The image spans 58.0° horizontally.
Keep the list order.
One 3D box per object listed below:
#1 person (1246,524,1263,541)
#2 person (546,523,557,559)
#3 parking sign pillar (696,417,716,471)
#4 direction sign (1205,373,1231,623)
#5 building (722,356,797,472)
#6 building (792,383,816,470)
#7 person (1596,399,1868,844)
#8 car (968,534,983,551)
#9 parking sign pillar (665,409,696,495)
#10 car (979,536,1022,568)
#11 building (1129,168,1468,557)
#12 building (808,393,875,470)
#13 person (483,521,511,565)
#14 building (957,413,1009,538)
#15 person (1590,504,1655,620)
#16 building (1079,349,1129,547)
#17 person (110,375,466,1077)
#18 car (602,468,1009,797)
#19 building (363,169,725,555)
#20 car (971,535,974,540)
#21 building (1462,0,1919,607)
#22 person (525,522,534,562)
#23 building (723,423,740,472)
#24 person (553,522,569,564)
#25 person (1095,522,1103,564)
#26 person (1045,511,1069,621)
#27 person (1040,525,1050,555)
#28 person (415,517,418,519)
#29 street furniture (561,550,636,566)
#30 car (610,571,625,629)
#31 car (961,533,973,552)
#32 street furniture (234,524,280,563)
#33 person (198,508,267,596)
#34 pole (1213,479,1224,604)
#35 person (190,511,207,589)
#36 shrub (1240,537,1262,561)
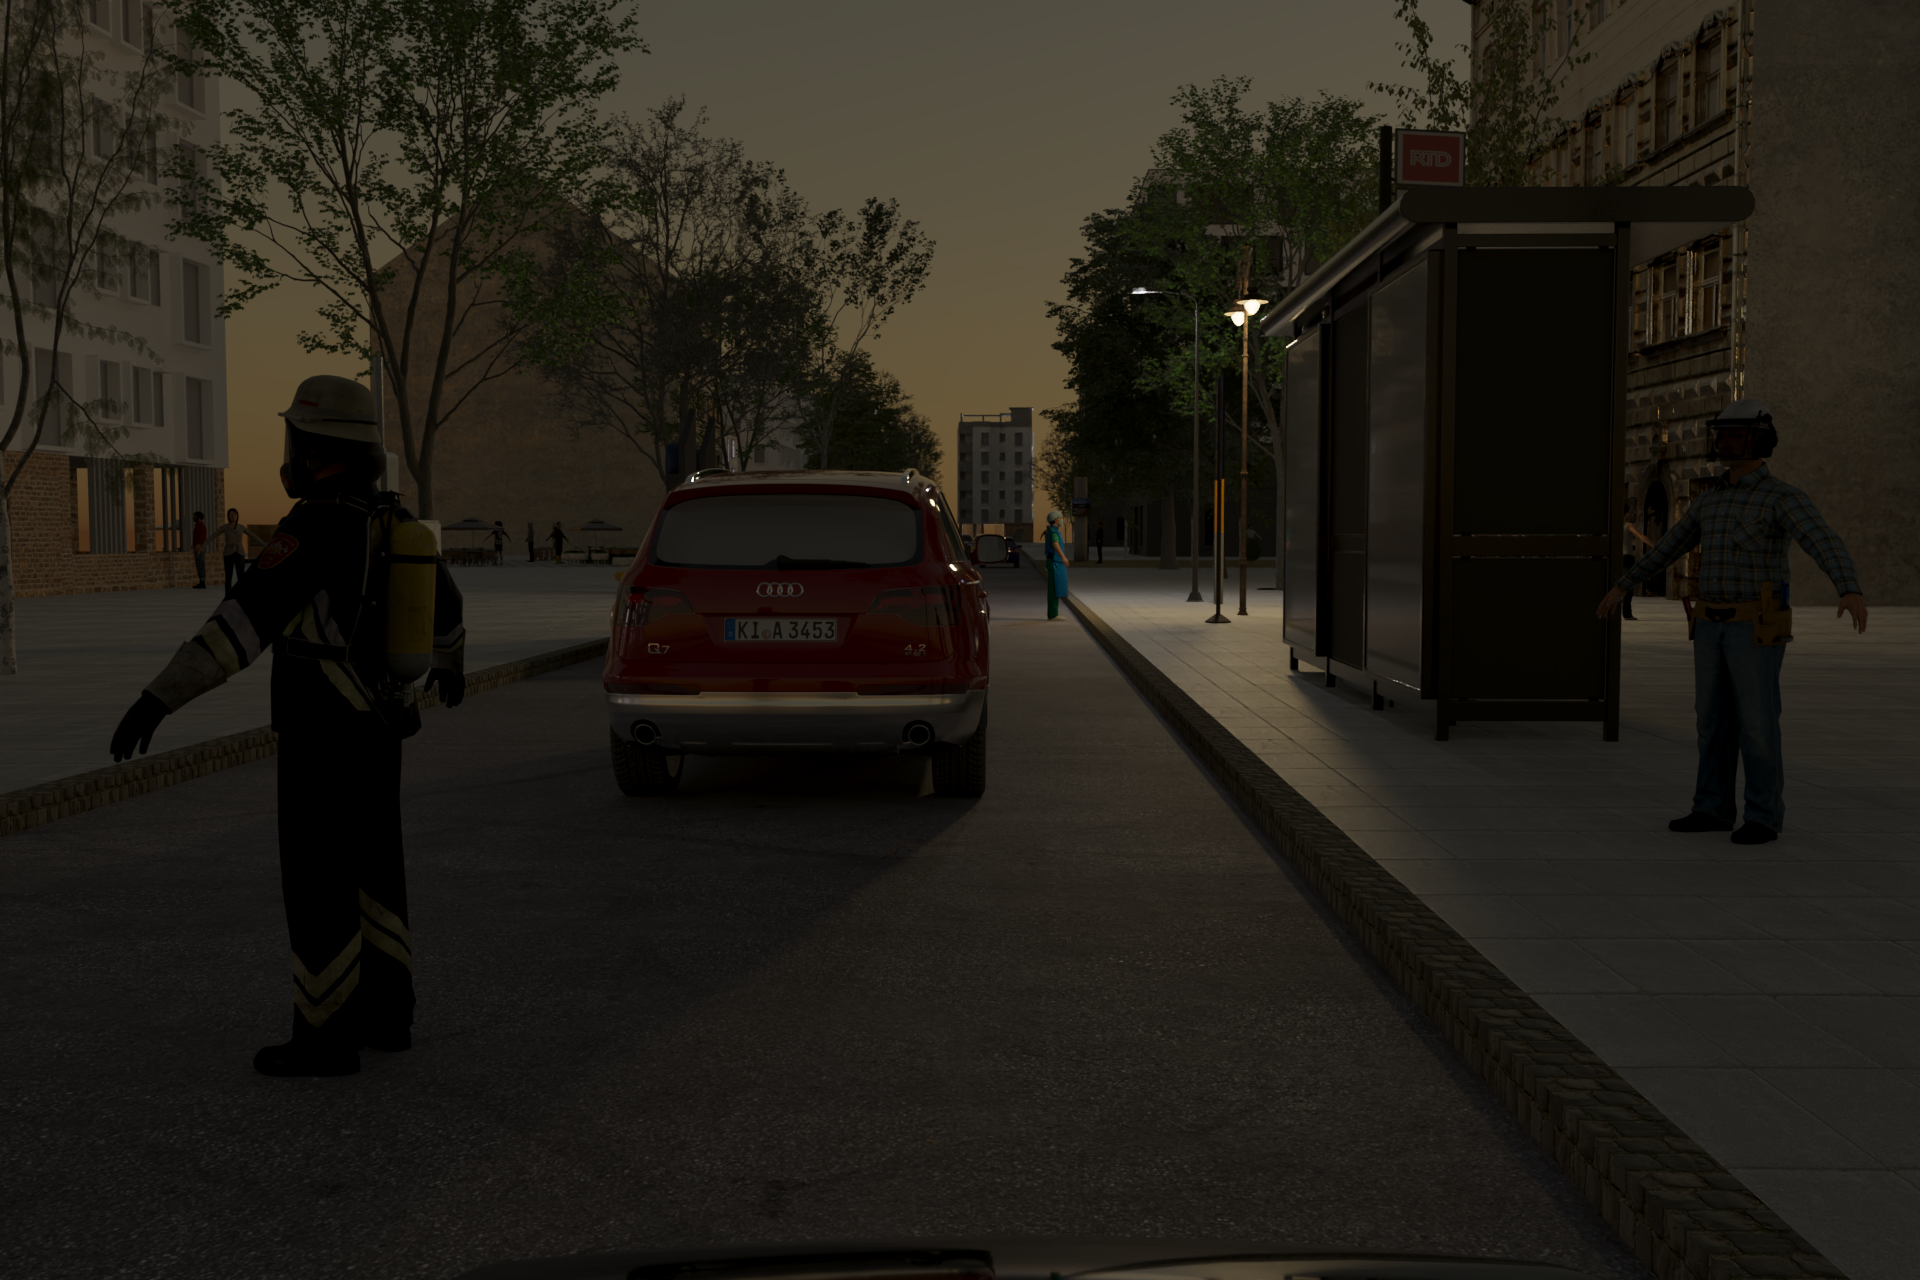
[{"bbox_3d":[15.434,-5.249,92.001,1.347,1.806,0.705,-1,4,-17],"label":"person"},{"bbox_3d":[-20.828,-5.100,89.145,0.705,1.858,1.354,2,4,23],"label":"person"},{"bbox_3d":[-5.851,-3.108,39.284,1.447,3.967,1.447,0,4,2],"label":"parking sign pillar"},{"bbox_3d":[3.730,-2.014,24.921,0.379,3.537,0.876,0,4,1],"label":"direction sign"},{"bbox_3d":[-23.765,-19.990,183.248,16.016,20.090,11.380,0,4,2],"label":"building"},{"bbox_3d":[-23.237,-21.223,203.412,16.016,20.090,11.380,0,4,1],"label":"building"},{"bbox_3d":[3.274,-0.091,7.321,0.704,1.849,1.345,-2,4,-25],"label":"person"},{"bbox_3d":[1.472,-5.443,99.216,2.015,1.641,3.980,0,4,1],"label":"car"},{"bbox_3d":[-5.890,-2.947,36.652,1.447,3.967,1.447,0,4,1],"label":"parking sign pillar"},{"bbox_3d":[1.701,-3.773,74.274,1.945,1.354,3.894,0,4,2],"label":"car"},{"bbox_3d":[24.883,-16.466,113.189,27.936,21.610,32.646,0,4,1],"label":"building"},{"bbox_3d":[-19.755,-22.425,233.106,16.747,18.905,31.486,0,4,1],"label":"building"},{"bbox_3d":[-19.182,-4.022,71.909,0.704,1.843,1.345,3,5,42],"label":"person"},{"bbox_3d":[0.063,-24.609,261.231,11.380,20.090,16.016,0,4,-7],"label":"building"},{"bbox_3d":[9.937,-1.165,25.854,0.721,1.737,1.217,-3,4,-36],"label":"person"},{"bbox_3d":[26.961,-21.292,192.097,27.936,21.610,32.646,0,4,1],"label":"building"},{"bbox_3d":[-1.700,0.216,4.698,0.705,1.856,1.354,1,4,18],"label":"person"},{"bbox_3d":[-0.828,-0.142,10.991,2.281,1.827,5.304,0,4,1],"label":"car"},{"bbox_3d":[-26.188,-17.269,113.282,19.493,23.208,18.063,0,4,1],"label":"building"},{"bbox_3d":[0.288,-7.316,131.980,2.083,1.381,4.827,0,4,2],"label":"car"},{"bbox_3d":[23.143,-12.713,38.790,19.493,23.208,18.063,0,4,1],"label":"building"},{"bbox_3d":[-19.591,-4.453,78.938,0.705,1.813,1.348,0,4,-4],"label":"person"},{"bbox_3d":[-22.255,-12.064,139.388,9.099,9.664,28.070,0,4,1],"label":"building"},{"bbox_3d":[-17.248,-4.190,74.637,0.704,1.812,1.346,1,4,14],"label":"person"},{"bbox_3d":[6.052,-4.230,75.383,0.704,1.802,1.346,0,4,-1],"label":"person"},{"bbox_3d":[1.603,-1.233,28.744,0.704,1.817,1.347,0,4,-4],"label":"person"},{"bbox_3d":[5.365,-6.085,105.454,1.349,1.833,0.705,-2,4,-35],"label":"person"},{"bbox_3d":[-16.887,-2.911,53.738,1.347,1.811,0.704,3,5,43],"label":"person"},{"bbox_3d":[-11.231,-3.358,70.524,10.072,0.657,5.734,1,4,17],"label":"street furniture"},{"bbox_3d":[-2.902,-0.612,20.237,2.015,1.641,3.980,0,4,2],"label":"car"},{"bbox_3d":[0.131,-6.719,119.639,2.009,1.686,4.222,0,4,2],"label":"car"},{"bbox_3d":[-28.574,-4.455,79.701,9.812,1.723,11.010,0,4,1],"label":"street furniture"},{"bbox_3d":[-12.722,-1.445,30.387,1.215,1.744,0.721,-2,4,-32],"label":"person"},{"bbox_3d":[4.721,-2.307,31.564,0.158,3.312,0.155,0,3,0],"label":"pole"},{"bbox_3d":[-17.891,-2.114,40.679,0.704,1.816,1.345,-2,4,-28],"label":"person"},{"bbox_3d":[13.667,-4.294,81.316,1.383,1.207,1.383,0,3,0],"label":"shrub"}]
